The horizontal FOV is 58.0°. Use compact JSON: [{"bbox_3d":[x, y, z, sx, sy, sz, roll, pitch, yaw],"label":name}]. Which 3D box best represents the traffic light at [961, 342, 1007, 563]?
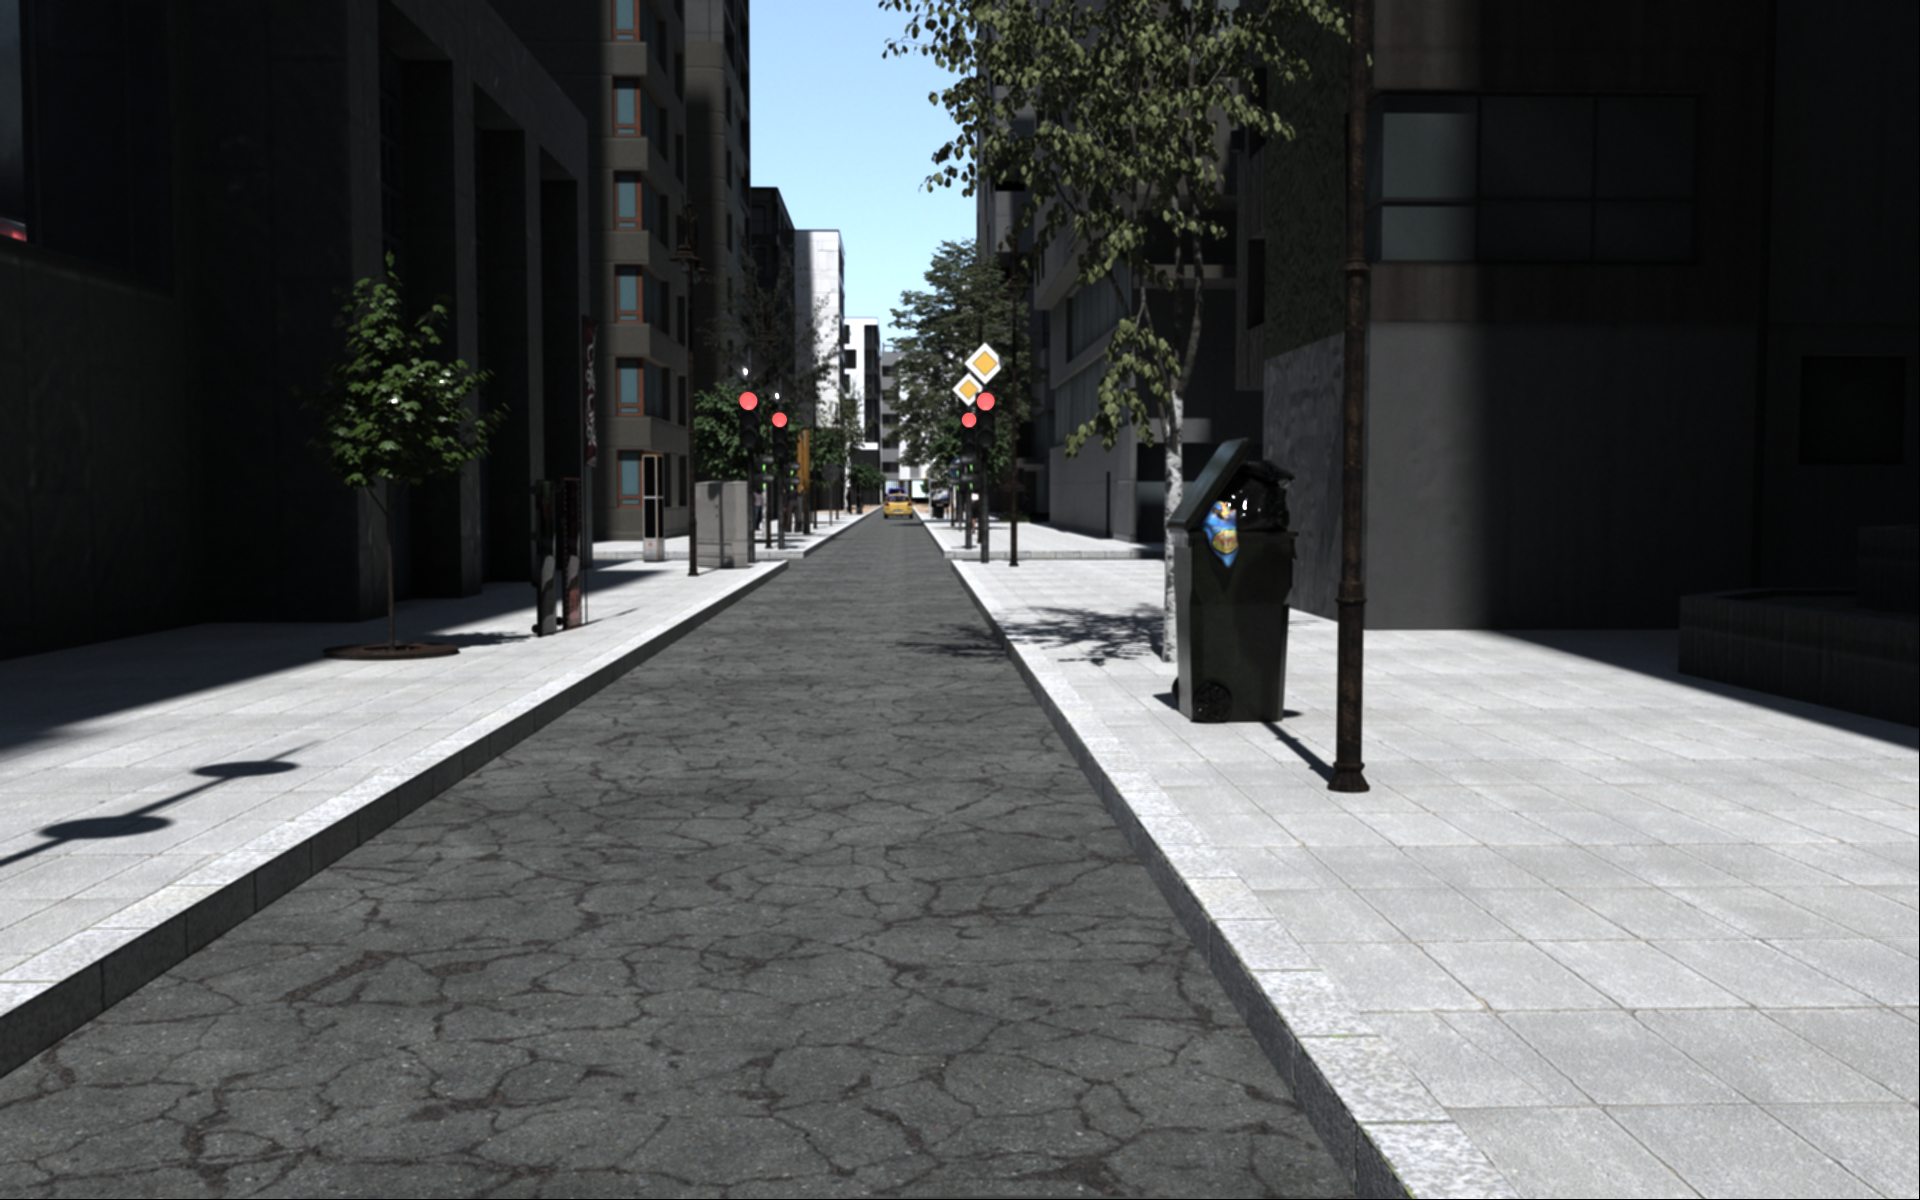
[{"bbox_3d":[0.444,-2.642,32.124,0.839,4.253,0.868,0,4,-2],"label":"traffic light"}]

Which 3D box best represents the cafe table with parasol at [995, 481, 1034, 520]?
[{"bbox_3d":[2.679,-4.964,86.023,2.610,1.966,2.610,-2,4,-33],"label":"cafe table with parasol"}]

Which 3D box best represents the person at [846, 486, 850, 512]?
[{"bbox_3d":[-7.841,-7.065,121.580,0.705,1.821,1.348,1,4,10],"label":"person"}]

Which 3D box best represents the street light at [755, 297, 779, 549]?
[{"bbox_3d":[-4.513,-4.152,40.673,0.468,5.910,1.993,0,4,-2],"label":"street light"}]

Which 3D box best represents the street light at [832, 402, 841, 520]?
[{"bbox_3d":[-6.166,-6.978,86.870,0.468,5.910,1.993,0,4,-2],"label":"street light"}]

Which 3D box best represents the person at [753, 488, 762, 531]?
[{"bbox_3d":[-7.019,-3.191,60.173,0.435,1.587,0.963,2,4,30],"label":"person"}]

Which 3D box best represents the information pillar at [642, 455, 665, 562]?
[{"bbox_3d":[-5.769,-1.719,32.600,0.304,2.012,0.304,1,4,17],"label":"information pillar"}]

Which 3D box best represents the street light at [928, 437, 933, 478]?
[{"bbox_3d":[-1.916,-8.679,114.697,0.468,5.910,1.993,0,4,-2],"label":"street light"}]

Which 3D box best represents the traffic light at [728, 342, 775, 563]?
[{"bbox_3d":[-3.854,-2.633,31.967,0.839,4.253,0.868,0,4,-2],"label":"traffic light"}]

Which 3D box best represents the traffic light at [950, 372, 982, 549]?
[{"bbox_3d":[0.181,-3.131,40.105,0.839,4.253,0.868,0,4,-2],"label":"traffic light"}]

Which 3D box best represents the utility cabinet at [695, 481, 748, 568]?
[{"bbox_3d":[-4.179,-1.316,30.196,0.318,1.500,1.173,-3,5,-44],"label":"utility cabinet"}]

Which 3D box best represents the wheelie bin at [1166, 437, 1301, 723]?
[{"bbox_3d":[1.572,-0.127,9.977,0.693,1.594,0.980,0,4,-3],"label":"wheelie bin"}]

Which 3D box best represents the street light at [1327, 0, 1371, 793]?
[{"bbox_3d":[1.687,-2.113,7.343,0.468,5.910,1.993,0,4,-2],"label":"street light"}]

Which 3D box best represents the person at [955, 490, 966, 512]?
[{"bbox_3d":[0.207,-7.280,124.698,1.348,1.869,0.705,2,4,24],"label":"person"}]

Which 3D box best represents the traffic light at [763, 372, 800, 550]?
[{"bbox_3d":[-4.117,-3.121,39.948,0.839,4.253,0.868,0,4,-2],"label":"traffic light"}]

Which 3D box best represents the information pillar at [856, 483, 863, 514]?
[{"bbox_3d":[-6.399,-6.461,110.122,0.304,2.012,0.304,2,4,24],"label":"information pillar"}]

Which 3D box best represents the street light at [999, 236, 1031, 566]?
[{"bbox_3d":[0.956,-3.535,30.586,0.468,5.910,1.993,0,4,-2],"label":"street light"}]

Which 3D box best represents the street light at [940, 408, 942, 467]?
[{"bbox_3d":[-1.003,-7.243,91.213,0.468,5.910,1.993,0,4,-2],"label":"street light"}]

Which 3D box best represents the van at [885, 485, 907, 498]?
[{"bbox_3d":[-6.458,-10.499,176.048,2.240,2.365,5.245,0,4,-3],"label":"van"}]

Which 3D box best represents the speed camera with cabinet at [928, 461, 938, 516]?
[{"bbox_3d":[-1.565,-6.687,103.663,0.660,3.252,2.038,0,4,-1],"label":"speed camera with cabinet"}]

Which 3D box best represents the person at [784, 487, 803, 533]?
[{"bbox_3d":[-5.519,-3.106,57.636,0.445,1.727,0.742,2,4,34],"label":"person"}]

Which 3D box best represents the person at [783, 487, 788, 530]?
[{"bbox_3d":[-6.074,-3.222,60.986,0.388,1.546,0.482,-1,4,-13],"label":"person"}]

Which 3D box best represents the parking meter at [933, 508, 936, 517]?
[{"bbox_3d":[-1.306,-5.340,95.714,0.372,1.533,0.369,0,3,0],"label":"parking meter"}]

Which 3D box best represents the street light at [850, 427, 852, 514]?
[{"bbox_3d":[-6.963,-8.405,110.215,0.468,5.910,1.993,0,4,-2],"label":"street light"}]

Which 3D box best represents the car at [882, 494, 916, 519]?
[{"bbox_3d":[-3.607,-5.596,101.719,2.015,1.641,3.980,0,4,-2],"label":"car"}]

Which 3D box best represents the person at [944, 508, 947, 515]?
[{"bbox_3d":[-0.897,-6.034,108.603,0.435,1.345,0.340,-3,5,-41],"label":"person"}]

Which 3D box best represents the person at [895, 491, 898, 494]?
[{"bbox_3d":[-4.793,-7.333,129.868,0.593,1.643,0.415,3,4,36],"label":"person"}]

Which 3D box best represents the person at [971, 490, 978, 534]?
[{"bbox_3d":[0.502,-2.851,55.848,0.799,1.438,0.628,3,4,36],"label":"person"}]

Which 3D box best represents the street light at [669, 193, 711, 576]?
[{"bbox_3d":[-4.182,-3.314,26.970,0.468,5.910,1.993,0,4,-2],"label":"street light"}]

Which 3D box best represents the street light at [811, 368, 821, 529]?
[{"bbox_3d":[-5.345,-5.565,63.772,0.468,5.910,1.993,0,4,-2],"label":"street light"}]

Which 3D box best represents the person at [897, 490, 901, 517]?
[{"bbox_3d":[-3.867,-6.176,110.400,0.541,1.710,0.530,-1,4,-15],"label":"person"}]
